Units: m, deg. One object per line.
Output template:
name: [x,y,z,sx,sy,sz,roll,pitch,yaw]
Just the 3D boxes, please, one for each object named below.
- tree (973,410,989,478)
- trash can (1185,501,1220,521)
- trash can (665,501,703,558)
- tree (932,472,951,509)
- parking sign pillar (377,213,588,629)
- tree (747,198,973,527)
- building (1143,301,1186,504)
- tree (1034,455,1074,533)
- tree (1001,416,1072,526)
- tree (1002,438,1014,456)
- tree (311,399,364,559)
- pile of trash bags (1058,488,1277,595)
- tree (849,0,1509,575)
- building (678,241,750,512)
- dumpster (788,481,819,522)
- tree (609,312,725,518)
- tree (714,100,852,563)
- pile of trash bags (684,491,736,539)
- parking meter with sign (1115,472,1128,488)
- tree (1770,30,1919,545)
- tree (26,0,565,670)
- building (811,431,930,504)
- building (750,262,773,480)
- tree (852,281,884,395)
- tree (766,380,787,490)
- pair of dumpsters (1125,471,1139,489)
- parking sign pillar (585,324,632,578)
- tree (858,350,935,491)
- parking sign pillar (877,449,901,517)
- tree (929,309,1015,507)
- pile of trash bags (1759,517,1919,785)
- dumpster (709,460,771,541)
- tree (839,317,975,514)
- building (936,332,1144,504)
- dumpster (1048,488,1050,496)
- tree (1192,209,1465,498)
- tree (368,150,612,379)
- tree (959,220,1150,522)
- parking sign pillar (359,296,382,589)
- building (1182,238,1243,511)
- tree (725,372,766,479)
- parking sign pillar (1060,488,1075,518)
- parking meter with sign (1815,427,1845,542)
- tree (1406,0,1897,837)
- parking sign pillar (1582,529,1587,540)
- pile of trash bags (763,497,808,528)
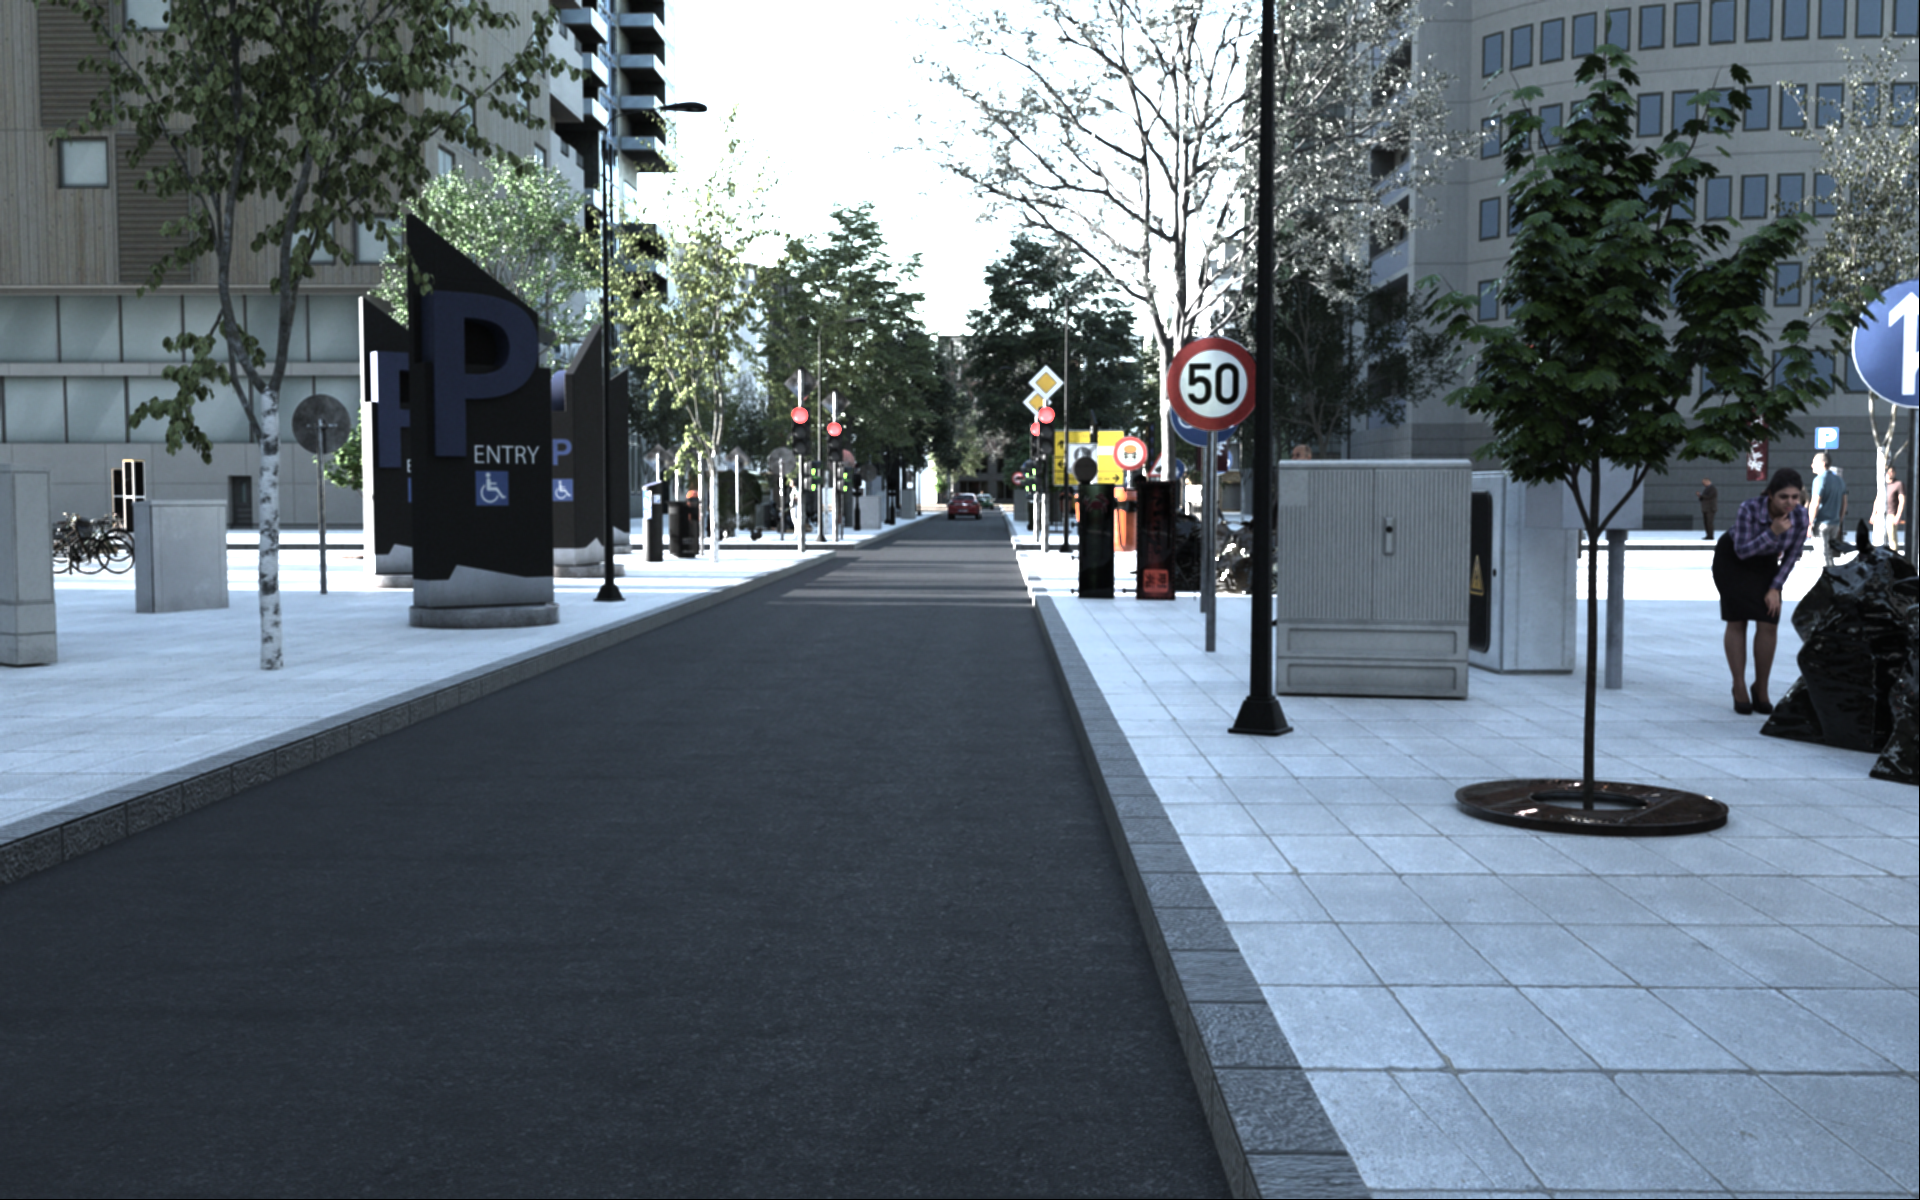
tree: [-0.581,-16.655,190.441,7.486,12.596,7.792,0,3,0]
trash can: [5.125,-1.526,36.602,0.748,1.137,0.748,0,3,0]
trash can: [-5.546,-1.416,34.804,0.748,1.137,0.748,0,3,0]
tree: [-1.787,-9.593,151.443,1.663,3.219,1.824,0,3,0]
parking sign pillar: [-4.710,-1.748,17.059,1.447,3.967,1.447,-3,4,-39]
tree: [-4.308,-9.077,66.536,7.486,12.596,7.792,0,3,0]
building: [27.447,-18.383,167.025,16.747,18.905,31.486,0,4,1]
tree: [3.068,-3.844,57.456,1.663,3.219,1.824,0,3,0]
tree: [3.680,-5.339,71.007,4.285,4.588,4.351,0,3,0]
tree: [6.798,-14.964,195.030,4.360,8.622,3.978,0,3,0]
tree: [-11.839,-2.442,34.524,1.663,3.219,1.824,0,3,0]
pile of trash bags: [3.216,-0.854,23.712,1.912,1.369,3.447,-3,5,-40]
tree: [3.361,-7.146,27.203,12.009,13.543,11.850,0,3,0]
building: [-24.544,-16.606,127.925,16.016,20.091,11.380,0,4,1]
dumpster: [-7.127,-4.470,78.841,1.264,1.857,1.865,0,4,1]
tree: [-12.505,-7.306,69.815,4.360,8.622,3.978,0,3,0]
tree: [-4.772,-4.980,31.782,4.737,8.622,4.395,0,3,0]
pile of trash bags: [-7.631,-2.535,51.194,1.912,1.369,3.447,0,4,-1]
parking meter with sign: [5.482,-3.832,58.921,0.543,3.016,1.738,-1,4,-13]
tree: [15.018,-4.737,27.818,4.360,8.622,3.978,0,3,0]
tree: [-4.994,-3.812,12.694,4.737,8.622,4.395,0,3,0]
building: [-17.910,-17.214,223.595,28.070,9.664,9.099,0,4,1]
building: [-23.558,-17.307,139.382,16.016,20.091,11.380,0,4,1]
tree: [-4.406,-6.345,54.108,4.737,8.622,4.395,0,3,0]
tree: [-12.097,-9.312,102.612,4.360,8.622,3.978,0,3,0]
pair of dumpsters: [5.522,-3.651,62.180,1.574,2.255,4.437,0,4,1]
parking sign pillar: [-5.956,-2.351,26.916,1.447,3.967,1.447,0,4,8]
tree: [-3.562,-8.347,86.830,4.360,8.622,3.978,0,3,0]
parking sign pillar: [-3.956,-6.548,95.526,1.447,3.967,1.447,0,4,-4]
tree: [0.273,-19.565,175.782,12.611,20.169,13.585,0,3,0]
pile of trash bags: [5.018,0.122,7.752,1.912,1.369,3.447,1,4,8]
dumpster: [-6.154,-2.808,48.408,1.502,2.255,1.985,0,4,1]
tree: [-3.595,-11.846,110.692,9.611,12.733,9.660,0,3,0]
building: [13.455,-23.774,232.677,32.646,21.610,27.936,0,4,1]
dumpster: [4.216,-5.244,88.230,1.502,2.255,1.985,0,4,1]
tree: [11.749,-7.393,55.282,8.767,10.594,7.601,0,4,1]
tree: [-14.140,-7.753,52.510,9.928,11.665,9.643,0,3,0]
tree: [4.428,-10.576,79.571,9.857,13.997,8.962,0,3,0]
parking sign pillar: [-7.591,-2.176,24.056,1.447,3.967,1.447,-3,4,-38]
building: [25.928,-16.964,133.779,16.016,20.091,11.380,0,4,1]
tree: [-13.678,-8.810,94.404,4.360,8.622,3.978,0,3,0]
parking sign pillar: [5.515,-6.467,94.202,1.447,3.967,1.447,-1,4,-20]
parking meter with sign: [23.246,-3.053,46.172,0.543,3.016,1.738,3,4,37]
tree: [2.418,-0.747,6.818,1.663,3.219,1.824,0,3,0]
parking sign pillar: [16.993,-3.701,48.976,1.447,3.967,1.447,-3,4,-37]
pile of trash bags: [-6.924,-3.376,64.945,1.912,1.369,3.447,1,4,13]
